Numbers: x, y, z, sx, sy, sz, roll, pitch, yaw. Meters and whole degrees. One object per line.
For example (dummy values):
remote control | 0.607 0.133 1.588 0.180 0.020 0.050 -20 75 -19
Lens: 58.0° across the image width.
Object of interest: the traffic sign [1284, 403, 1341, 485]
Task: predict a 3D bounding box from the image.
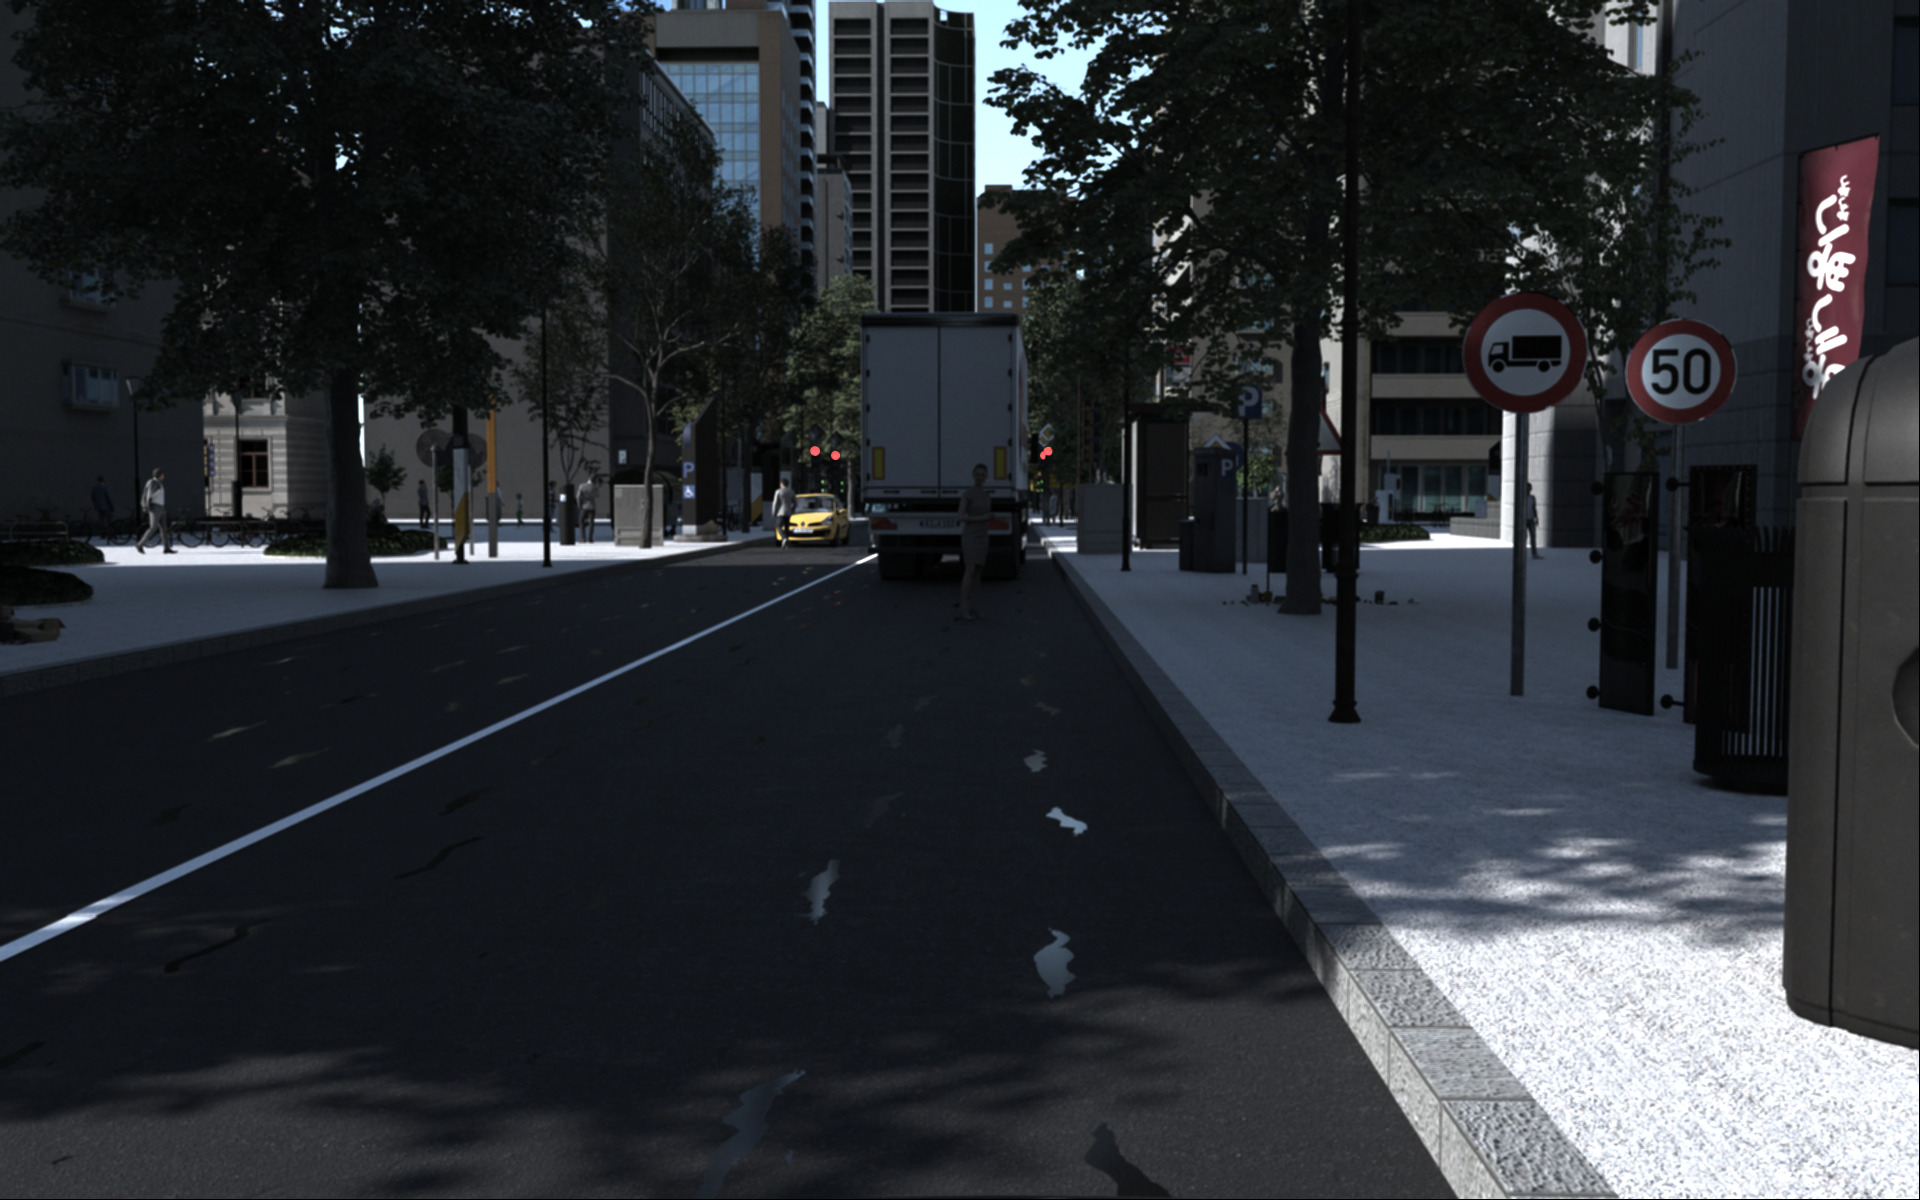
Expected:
traffic sign | 4.897 -1.456 23.813 0.884 2.594 0.081 1 4 9

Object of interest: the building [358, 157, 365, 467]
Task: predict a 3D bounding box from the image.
building | -63.656 -32.264 211.115 14.086 41.232 14.154 0 4 2

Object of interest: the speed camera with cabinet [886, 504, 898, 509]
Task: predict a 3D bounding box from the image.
speed camera with cabinet | -4.833 -9.004 141.543 2.038 3.252 0.660 -3 4 -37

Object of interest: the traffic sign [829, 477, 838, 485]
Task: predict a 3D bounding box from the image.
traffic sign | -8.396 -7.088 115.999 0.768 2.556 0.104 1 4 9

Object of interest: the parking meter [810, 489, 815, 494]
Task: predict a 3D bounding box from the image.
parking meter | -6.946 -4.493 81.872 0.372 1.533 0.369 0 3 0

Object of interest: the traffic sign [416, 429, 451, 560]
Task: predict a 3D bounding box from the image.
traffic sign | -10.215 -2.057 33.743 0.768 2.556 0.104 0 4 4

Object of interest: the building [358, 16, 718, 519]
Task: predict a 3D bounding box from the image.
building | -22.900 -18.690 99.082 14.314 27.812 24.014 0 4 2

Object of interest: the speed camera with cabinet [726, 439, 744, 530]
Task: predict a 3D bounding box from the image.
speed camera with cabinet | -8.132 -4.186 62.779 0.660 3.252 2.038 0 4 -5

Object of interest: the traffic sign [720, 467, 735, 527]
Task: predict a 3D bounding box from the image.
traffic sign | -8.740 -3.856 65.172 0.606 2.300 0.079 0 4 6

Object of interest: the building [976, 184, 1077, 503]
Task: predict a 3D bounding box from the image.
building | 9.623 -36.872 252.971 14.200 45.320 14.600 0 4 2

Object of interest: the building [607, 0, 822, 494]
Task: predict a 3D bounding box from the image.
building | -25.467 -53.088 180.658 22.319 86.520 31.000 0 4 2

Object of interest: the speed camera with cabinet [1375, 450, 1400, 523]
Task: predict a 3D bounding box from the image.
speed camera with cabinet | 19.126 -5.079 77.381 0.660 3.252 2.038 2 4 29

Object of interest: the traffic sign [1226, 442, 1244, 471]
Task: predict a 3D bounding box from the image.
traffic sign | 6.547 -2.573 42.176 0.768 2.556 0.104 1 4 9

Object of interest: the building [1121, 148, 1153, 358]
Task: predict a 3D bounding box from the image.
building | 26.156 -32.030 207.280 14.154 41.232 14.086 0 4 2

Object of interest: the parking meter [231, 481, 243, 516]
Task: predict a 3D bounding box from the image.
parking meter | -31.932 -4.330 76.509 0.255 1.863 0.399 3 4 38

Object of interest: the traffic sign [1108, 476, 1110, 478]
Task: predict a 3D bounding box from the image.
traffic sign | 5.478 -4.159 67.996 0.884 2.594 0.081 0 4 5

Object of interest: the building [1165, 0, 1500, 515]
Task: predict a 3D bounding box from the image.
building | 27.562 -31.209 133.971 21.300 48.544 21.600 0 4 2

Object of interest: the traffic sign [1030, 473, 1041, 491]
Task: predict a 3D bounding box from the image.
traffic sign | 7.124 -9.443 148.267 2.265 3.308 0.079 1 4 11

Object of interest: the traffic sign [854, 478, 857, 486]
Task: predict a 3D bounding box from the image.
traffic sign | -7.887 -7.778 127.271 0.768 2.556 0.104 0 4 3

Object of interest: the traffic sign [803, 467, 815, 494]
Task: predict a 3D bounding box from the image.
traffic sign | -7.048 -4.932 80.740 0.768 2.556 0.104 1 4 8

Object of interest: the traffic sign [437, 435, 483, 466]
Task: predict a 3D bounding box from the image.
traffic sign | -9.334 -1.976 32.308 0.884 2.594 0.081 0 4 5

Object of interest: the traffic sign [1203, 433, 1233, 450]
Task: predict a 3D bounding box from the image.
traffic sign | 5.567 -2.314 37.572 0.795 2.593 0.064 0 4 6

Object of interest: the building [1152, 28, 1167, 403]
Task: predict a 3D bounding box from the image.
building | 25.607 -31.365 162.930 14.600 45.320 14.200 0 4 2

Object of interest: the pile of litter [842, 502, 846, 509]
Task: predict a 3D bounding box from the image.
pile of litter | -6.466 -4.739 91.442 1.176 0.858 1.719 1 4 17

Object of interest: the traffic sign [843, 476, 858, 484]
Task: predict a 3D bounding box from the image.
traffic sign | -6.020 -5.837 95.441 0.884 2.594 0.081 0 4 7

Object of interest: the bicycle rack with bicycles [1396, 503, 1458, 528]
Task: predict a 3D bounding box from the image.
bicycle rack with bicycles | 17.899 -3.242 66.391 2.852 0.926 2.925 1 4 21

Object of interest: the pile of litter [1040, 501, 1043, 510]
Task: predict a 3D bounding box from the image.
pile of litter | 7.015 -7.852 142.341 1.176 0.858 1.719 -3 5 -40

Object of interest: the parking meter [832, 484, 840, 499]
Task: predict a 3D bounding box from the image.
parking meter | -6.897 -5.536 96.227 0.255 1.863 0.399 3 5 42

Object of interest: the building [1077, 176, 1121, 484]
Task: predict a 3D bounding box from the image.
building | 32.078 -38.981 256.951 30.456 49.044 23.786 0 4 2

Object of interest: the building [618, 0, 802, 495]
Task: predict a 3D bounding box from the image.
building | -22.307 -31.134 159.150 14.600 45.320 14.200 0 4 2

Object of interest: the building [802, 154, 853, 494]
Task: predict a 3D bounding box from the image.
building | -20.241 -32.197 210.022 14.086 41.232 14.154 0 4 2

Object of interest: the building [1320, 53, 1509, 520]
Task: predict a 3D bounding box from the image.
building | 29.986 -28.760 93.934 21.600 48.544 21.300 0 4 2

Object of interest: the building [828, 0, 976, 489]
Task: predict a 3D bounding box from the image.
building | -8.125 -49.944 254.842 20.611 71.187 20.563 0 4 2

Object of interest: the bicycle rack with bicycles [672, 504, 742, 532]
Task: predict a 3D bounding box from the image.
bicycle rack with bicycles | -8.510 -2.856 60.073 2.852 0.926 2.925 2 4 30

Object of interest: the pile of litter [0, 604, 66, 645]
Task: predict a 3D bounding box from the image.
pile of litter | -8.599 -0.085 15.361 1.176 0.858 1.719 -2 4 -27

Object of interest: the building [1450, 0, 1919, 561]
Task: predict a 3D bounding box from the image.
building | 24.697 -30.541 41.342 21.231 58.520 28.212 0 4 2

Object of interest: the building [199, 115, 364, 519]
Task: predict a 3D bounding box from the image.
building | -44.356 -15.773 94.049 21.152 22.565 11.583 0 4 2

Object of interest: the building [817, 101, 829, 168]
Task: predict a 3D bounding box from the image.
building | -32.679 -43.736 257.082 28.212 58.520 21.231 0 4 2

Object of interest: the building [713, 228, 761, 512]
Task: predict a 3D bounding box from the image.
building | -22.696 -18.971 129.260 14.460 24.649 34.723 0 4 2

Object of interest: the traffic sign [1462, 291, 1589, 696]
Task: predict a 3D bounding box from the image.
traffic sign | 3.553 -0.664 10.968 0.768 2.556 0.104 0 4 7

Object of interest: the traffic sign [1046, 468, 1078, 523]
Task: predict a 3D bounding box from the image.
traffic sign | 4.852 -5.118 77.557 2.265 3.308 0.079 1 4 10

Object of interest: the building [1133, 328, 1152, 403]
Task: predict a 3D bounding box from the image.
building | 33.094 -20.829 185.586 27.650 21.520 28.899 0 4 2

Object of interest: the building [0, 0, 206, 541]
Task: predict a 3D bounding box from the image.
building | -36.698 -25.933 47.704 21.600 48.544 21.300 0 4 2

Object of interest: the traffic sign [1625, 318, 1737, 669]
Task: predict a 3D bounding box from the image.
traffic sign | 5.240 -0.768 12.669 0.768 2.556 0.104 1 4 10

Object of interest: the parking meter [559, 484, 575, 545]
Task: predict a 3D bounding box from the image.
parking meter | -9.857 -2.144 43.469 0.372 1.533 0.369 0 3 0

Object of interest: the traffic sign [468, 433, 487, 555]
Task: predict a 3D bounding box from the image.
traffic sign | -10.268 -2.217 36.356 0.768 2.556 0.104 0 4 2
